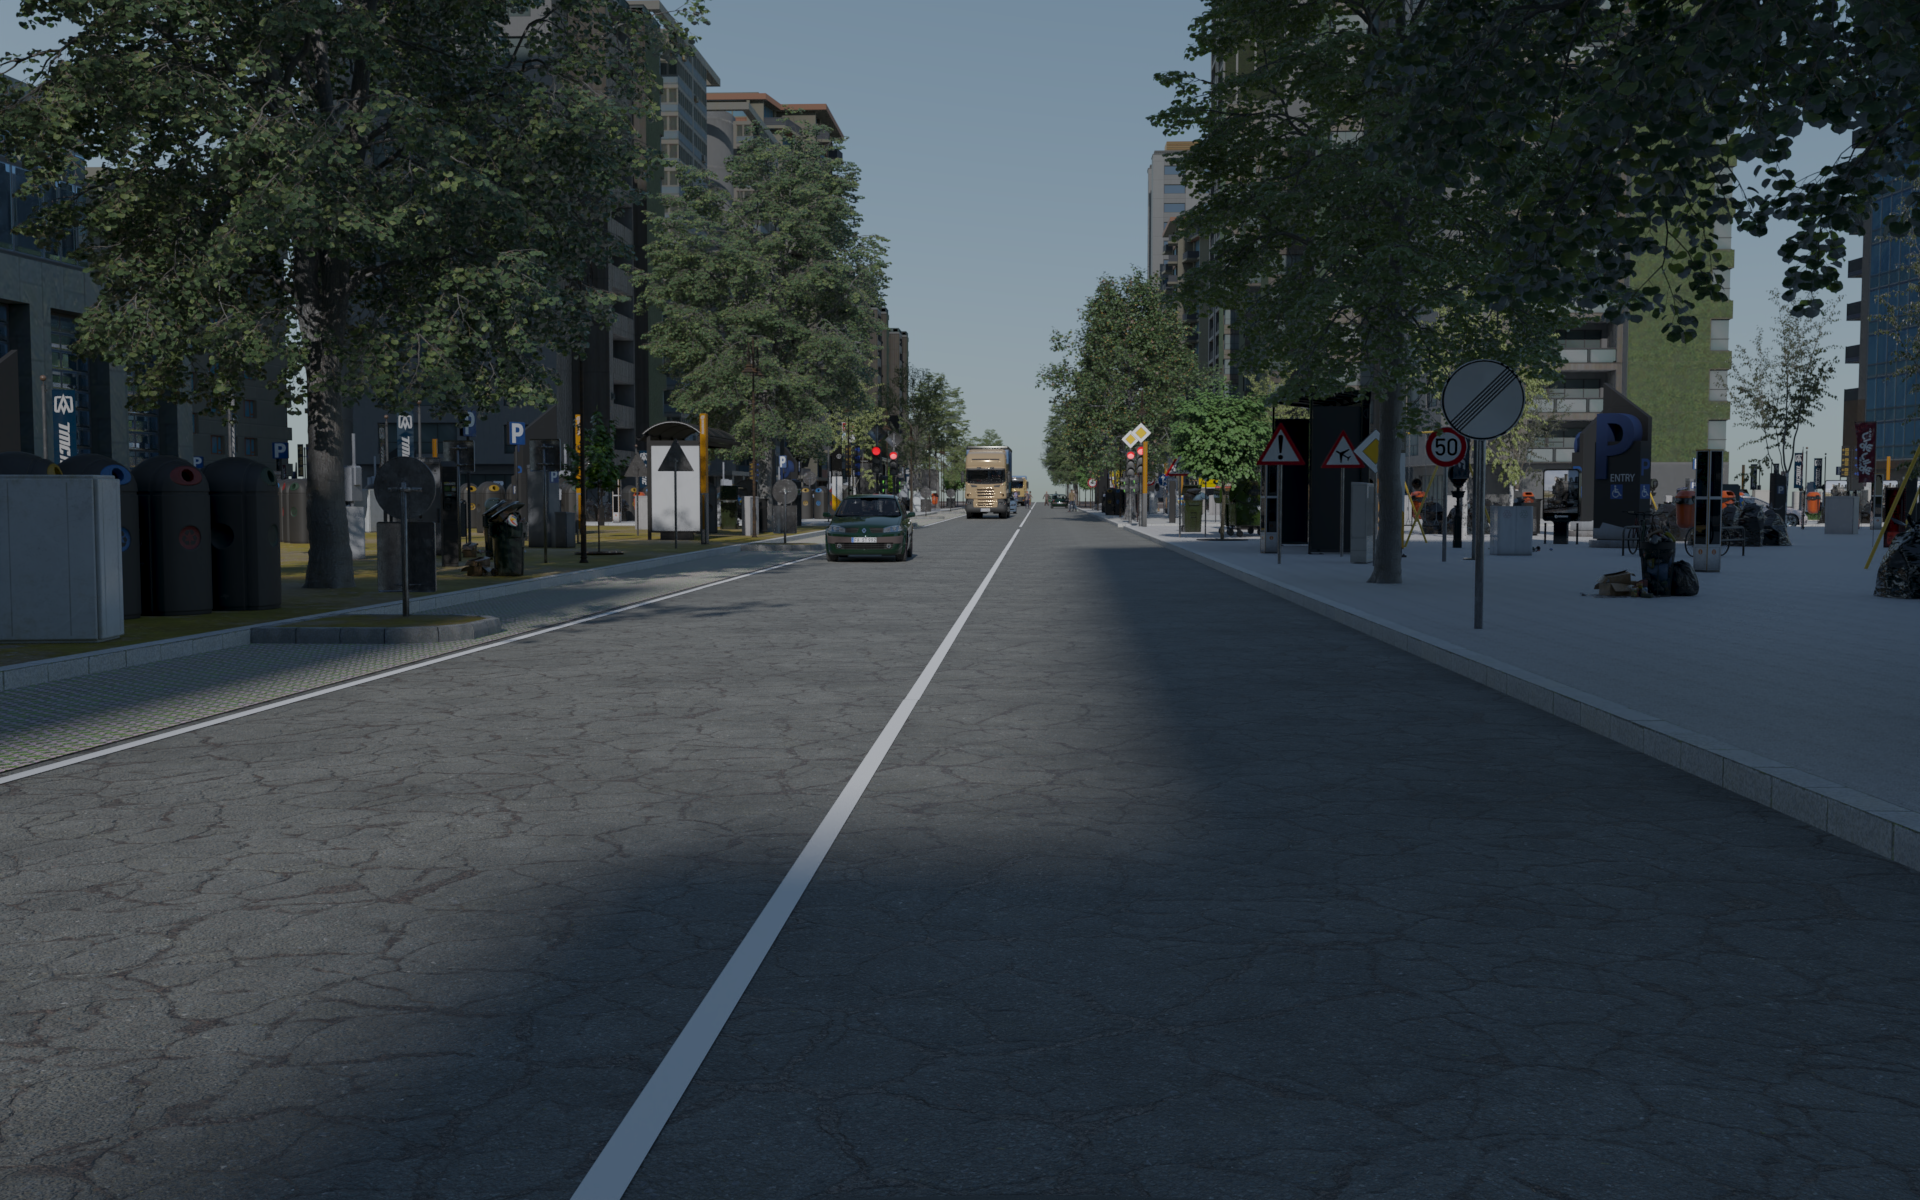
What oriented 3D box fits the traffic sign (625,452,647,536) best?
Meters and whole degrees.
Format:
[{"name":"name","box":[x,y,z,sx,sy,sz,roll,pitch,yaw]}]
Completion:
[{"name":"traffic sign","box":[-9.897,-3.250,53.140,0.884,2.594,0.081,1,4,11]}]

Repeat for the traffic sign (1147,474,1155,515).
[{"name":"traffic sign","box":[11.787,-6.592,107.893,0.768,2.556,0.104,0,4,6]}]

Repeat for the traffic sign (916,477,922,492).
[{"name":"traffic sign","box":[-3.360,-8.182,133.777,0.884,2.594,0.081,1,4,8]}]

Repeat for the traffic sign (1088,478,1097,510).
[{"name":"traffic sign","box":[10.451,-8.352,136.666,0.768,2.556,0.104,1,4,11]}]

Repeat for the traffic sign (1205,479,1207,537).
[{"name":"traffic sign","box":[7.373,-3.108,51.998,0.795,2.450,0.064,1,4,10]}]

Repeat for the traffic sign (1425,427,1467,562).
[{"name":"traffic sign","box":[9.189,-2.000,32.798,0.768,2.556,0.104,1,4,9]}]

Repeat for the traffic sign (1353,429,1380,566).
[{"name":"traffic sign","box":[7.366,-1.808,30.754,0.795,2.450,0.064,0,4,5]}]

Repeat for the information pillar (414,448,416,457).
[{"name":"information pillar","box":[-27.671,-5.905,87.894,0.183,3.616,0.504,0,4,-1]}]

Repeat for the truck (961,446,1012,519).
[{"name":"truck","box":[1.725,-6.979,103.026,2.839,4.237,11.283,0,4,3]}]

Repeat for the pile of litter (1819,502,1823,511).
[{"name":"pile of litter","box":[58.327,-6.326,117.396,1.176,0.858,1.719,-1,4,-15]}]

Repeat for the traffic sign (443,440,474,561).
[{"name":"traffic sign","box":[-9.538,-1.887,32.977,0.606,2.300,0.079,0,4,5]}]

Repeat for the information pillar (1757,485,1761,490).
[{"name":"information pillar","box":[64.936,-8.337,140.800,0.304,2.012,0.304,2,4,24]}]

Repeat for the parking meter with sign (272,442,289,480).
[{"name":"parking meter with sign","box":[-22.954,-3.752,57.605,0.543,3.016,1.738,0,4,4]}]

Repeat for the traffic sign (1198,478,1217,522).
[{"name":"traffic sign","box":[11.868,-5.153,78.120,2.265,3.308,0.079,1,4,10]}]

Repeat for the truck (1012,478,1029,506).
[{"name":"truck","box":[6.502,-12.768,204.686,3.469,3.379,9.791,0,4,4]}]

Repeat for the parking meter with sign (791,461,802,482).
[{"name":"parking meter with sign","box":[-9.325,-5.866,92.175,1.738,3.016,0.543,-1,4,-12]}]

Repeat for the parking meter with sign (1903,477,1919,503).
[{"name":"parking meter with sign","box":[69.681,-7.982,126.771,1.738,3.016,0.543,0,4,-8]}]

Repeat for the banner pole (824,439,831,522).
[{"name":"banner pole","box":[-6.021,-5.472,79.485,0.401,3.779,0.863,0,3,0]}]

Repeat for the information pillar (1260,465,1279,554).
[{"name":"information pillar","box":[6.683,-2.013,37.410,0.304,2.012,0.304,-1,4,-11]}]

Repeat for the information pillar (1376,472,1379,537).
[{"name":"information pillar","box":[11.726,-2.661,47.992,0.304,2.012,0.304,0,4,4]}]

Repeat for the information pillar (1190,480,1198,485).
[{"name":"information pillar","box":[12.513,-5.396,92.709,0.304,2.012,0.304,-3,5,-44]}]

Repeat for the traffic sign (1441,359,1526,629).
[{"name":"traffic sign","box":[4.941,-0.998,16.429,0.768,2.556,0.104,1,4,12]}]

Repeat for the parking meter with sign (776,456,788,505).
[{"name":"parking meter with sign","box":[-8.613,-5.006,78.103,1.738,3.016,0.543,-3,5,-43]}]

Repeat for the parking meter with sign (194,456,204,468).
[{"name":"parking meter with sign","box":[-35.406,-5.191,81.126,0.543,3.016,1.738,0,4,-5]}]

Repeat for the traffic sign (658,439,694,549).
[{"name":"traffic sign","box":[-6.678,-2.487,40.669,0.884,2.594,0.081,1,4,10]}]

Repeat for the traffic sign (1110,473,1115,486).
[{"name":"traffic sign","box":[13.413,-9.625,151.249,2.265,3.308,0.079,0,4,3]}]

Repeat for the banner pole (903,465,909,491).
[{"name":"banner pole","box":[-4.585,-9.661,147.972,0.863,3.779,0.401,1,4,20]}]

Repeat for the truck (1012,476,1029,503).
[{"name":"truck","box":[8.970,-16.444,258.623,2.967,4.110,18.799,0,4,4]}]

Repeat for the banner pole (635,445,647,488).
[{"name":"banner pole","box":[-16.141,-5.973,87.681,0.863,3.779,0.401,-1,4,-10]}]

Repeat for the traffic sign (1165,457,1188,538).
[{"name":"traffic sign","box":[6.492,-3.124,51.079,0.884,2.594,0.081,1,4,11]}]

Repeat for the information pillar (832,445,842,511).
[{"name":"information pillar","box":[-5.808,-5.550,82.101,0.504,3.616,0.183,0,4,-3]}]

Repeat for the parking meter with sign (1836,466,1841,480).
[{"name":"parking meter with sign","box":[55.502,-6.864,108.482,0.543,3.016,1.738,0,4,2]}]

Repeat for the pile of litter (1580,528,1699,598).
[{"name":"pile of litter","box":[8.594,-0.486,21.905,1.719,0.858,1.176,-1,4,-11]}]

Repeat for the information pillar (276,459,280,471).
[{"name":"information pillar","box":[-39.840,-6.728,101.354,0.183,3.616,0.504,0,4,5]}]

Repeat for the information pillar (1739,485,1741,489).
[{"name":"information pillar","box":[65.792,-8.684,146.468,0.304,2.012,0.304,0,4,3]}]

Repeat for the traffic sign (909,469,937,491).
[{"name":"traffic sign","box":[-3.018,-8.956,140.311,2.265,3.308,0.079,1,4,9]}]

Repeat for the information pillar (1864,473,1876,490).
[{"name":"information pillar","box":[42.992,-5.535,81.859,0.183,3.616,0.504,-3,4,-36]}]

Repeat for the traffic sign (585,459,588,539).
[{"name":"traffic sign","box":[-10.746,-3.025,49.560,0.768,2.556,0.104,1,4,12]}]

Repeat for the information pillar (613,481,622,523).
[{"name":"information pillar","box":[-15.368,-4.470,77.582,0.304,2.012,0.304,1,4,10]}]

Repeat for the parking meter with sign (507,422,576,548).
[{"name":"parking meter with sign","box":[-10.009,-2.772,41.582,1.738,3.016,0.543,2,4,28]}]

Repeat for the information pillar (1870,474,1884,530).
[{"name":"information pillar","box":[32.950,-3.533,62.258,0.304,2.012,0.304,0,4,5]}]

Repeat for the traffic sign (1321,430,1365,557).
[{"name":"traffic sign","box":[7.804,-2.162,35.355,0.884,2.594,0.081,0,4,5]}]

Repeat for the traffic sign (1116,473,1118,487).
[{"name":"traffic sign","box":[14.034,-9.209,144.444,2.265,3.308,0.079,0,4,4]}]

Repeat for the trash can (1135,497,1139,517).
[{"name":"trash can","box":[9.483,-5.037,94.016,0.748,1.137,0.748,0,3,0]}]

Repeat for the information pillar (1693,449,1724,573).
[{"name":"information pillar","box":[12.277,-1.463,28.417,0.304,2.012,0.304,-1,4,-22]}]

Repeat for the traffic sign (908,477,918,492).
[{"name":"traffic sign","box":[-3.486,-7.864,128.678,0.768,2.556,0.104,1,4,11]}]

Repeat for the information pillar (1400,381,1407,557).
[{"name":"information pillar","box":[8.781,-2.667,34.966,0.504,3.616,0.183,-1,4,-22]}]

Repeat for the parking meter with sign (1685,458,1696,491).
[{"name":"parking meter with sign","box":[35.840,-5.415,84.791,0.543,3.016,1.738,0,4,5]}]

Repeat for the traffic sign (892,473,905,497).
[{"name":"traffic sign","box":[-3.731,-6.387,104.540,0.768,2.556,0.104,0,4,7]}]

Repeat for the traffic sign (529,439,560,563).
[{"name":"traffic sign","box":[-7.703,-1.836,32.149,0.606,2.300,0.079,1,4,10]}]

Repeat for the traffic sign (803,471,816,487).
[{"name":"traffic sign","box":[-8.416,-5.923,96.939,0.768,2.556,0.104,0,4,4]}]

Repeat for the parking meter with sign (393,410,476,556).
[{"name":"parking meter with sign","box":[-11.015,-2.442,36.185,1.738,3.016,0.543,1,4,13]}]

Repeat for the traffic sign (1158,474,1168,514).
[{"name":"traffic sign","box":[13.082,-6.786,111.060,0.768,2.556,0.104,1,4,10]}]

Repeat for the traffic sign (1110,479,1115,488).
[{"name":"traffic sign","box":[12.909,-9.094,148.694,0.884,2.594,0.081,0,4,5]}]

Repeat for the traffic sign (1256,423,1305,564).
[{"name":"traffic sign","box":[5.863,-1.940,31.728,0.884,2.594,0.081,1,4,9]}]

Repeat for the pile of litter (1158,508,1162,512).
[{"name":"pile of litter","box":[13.999,-6.829,125.627,1.719,0.858,1.176,-2,4,-28]}]
